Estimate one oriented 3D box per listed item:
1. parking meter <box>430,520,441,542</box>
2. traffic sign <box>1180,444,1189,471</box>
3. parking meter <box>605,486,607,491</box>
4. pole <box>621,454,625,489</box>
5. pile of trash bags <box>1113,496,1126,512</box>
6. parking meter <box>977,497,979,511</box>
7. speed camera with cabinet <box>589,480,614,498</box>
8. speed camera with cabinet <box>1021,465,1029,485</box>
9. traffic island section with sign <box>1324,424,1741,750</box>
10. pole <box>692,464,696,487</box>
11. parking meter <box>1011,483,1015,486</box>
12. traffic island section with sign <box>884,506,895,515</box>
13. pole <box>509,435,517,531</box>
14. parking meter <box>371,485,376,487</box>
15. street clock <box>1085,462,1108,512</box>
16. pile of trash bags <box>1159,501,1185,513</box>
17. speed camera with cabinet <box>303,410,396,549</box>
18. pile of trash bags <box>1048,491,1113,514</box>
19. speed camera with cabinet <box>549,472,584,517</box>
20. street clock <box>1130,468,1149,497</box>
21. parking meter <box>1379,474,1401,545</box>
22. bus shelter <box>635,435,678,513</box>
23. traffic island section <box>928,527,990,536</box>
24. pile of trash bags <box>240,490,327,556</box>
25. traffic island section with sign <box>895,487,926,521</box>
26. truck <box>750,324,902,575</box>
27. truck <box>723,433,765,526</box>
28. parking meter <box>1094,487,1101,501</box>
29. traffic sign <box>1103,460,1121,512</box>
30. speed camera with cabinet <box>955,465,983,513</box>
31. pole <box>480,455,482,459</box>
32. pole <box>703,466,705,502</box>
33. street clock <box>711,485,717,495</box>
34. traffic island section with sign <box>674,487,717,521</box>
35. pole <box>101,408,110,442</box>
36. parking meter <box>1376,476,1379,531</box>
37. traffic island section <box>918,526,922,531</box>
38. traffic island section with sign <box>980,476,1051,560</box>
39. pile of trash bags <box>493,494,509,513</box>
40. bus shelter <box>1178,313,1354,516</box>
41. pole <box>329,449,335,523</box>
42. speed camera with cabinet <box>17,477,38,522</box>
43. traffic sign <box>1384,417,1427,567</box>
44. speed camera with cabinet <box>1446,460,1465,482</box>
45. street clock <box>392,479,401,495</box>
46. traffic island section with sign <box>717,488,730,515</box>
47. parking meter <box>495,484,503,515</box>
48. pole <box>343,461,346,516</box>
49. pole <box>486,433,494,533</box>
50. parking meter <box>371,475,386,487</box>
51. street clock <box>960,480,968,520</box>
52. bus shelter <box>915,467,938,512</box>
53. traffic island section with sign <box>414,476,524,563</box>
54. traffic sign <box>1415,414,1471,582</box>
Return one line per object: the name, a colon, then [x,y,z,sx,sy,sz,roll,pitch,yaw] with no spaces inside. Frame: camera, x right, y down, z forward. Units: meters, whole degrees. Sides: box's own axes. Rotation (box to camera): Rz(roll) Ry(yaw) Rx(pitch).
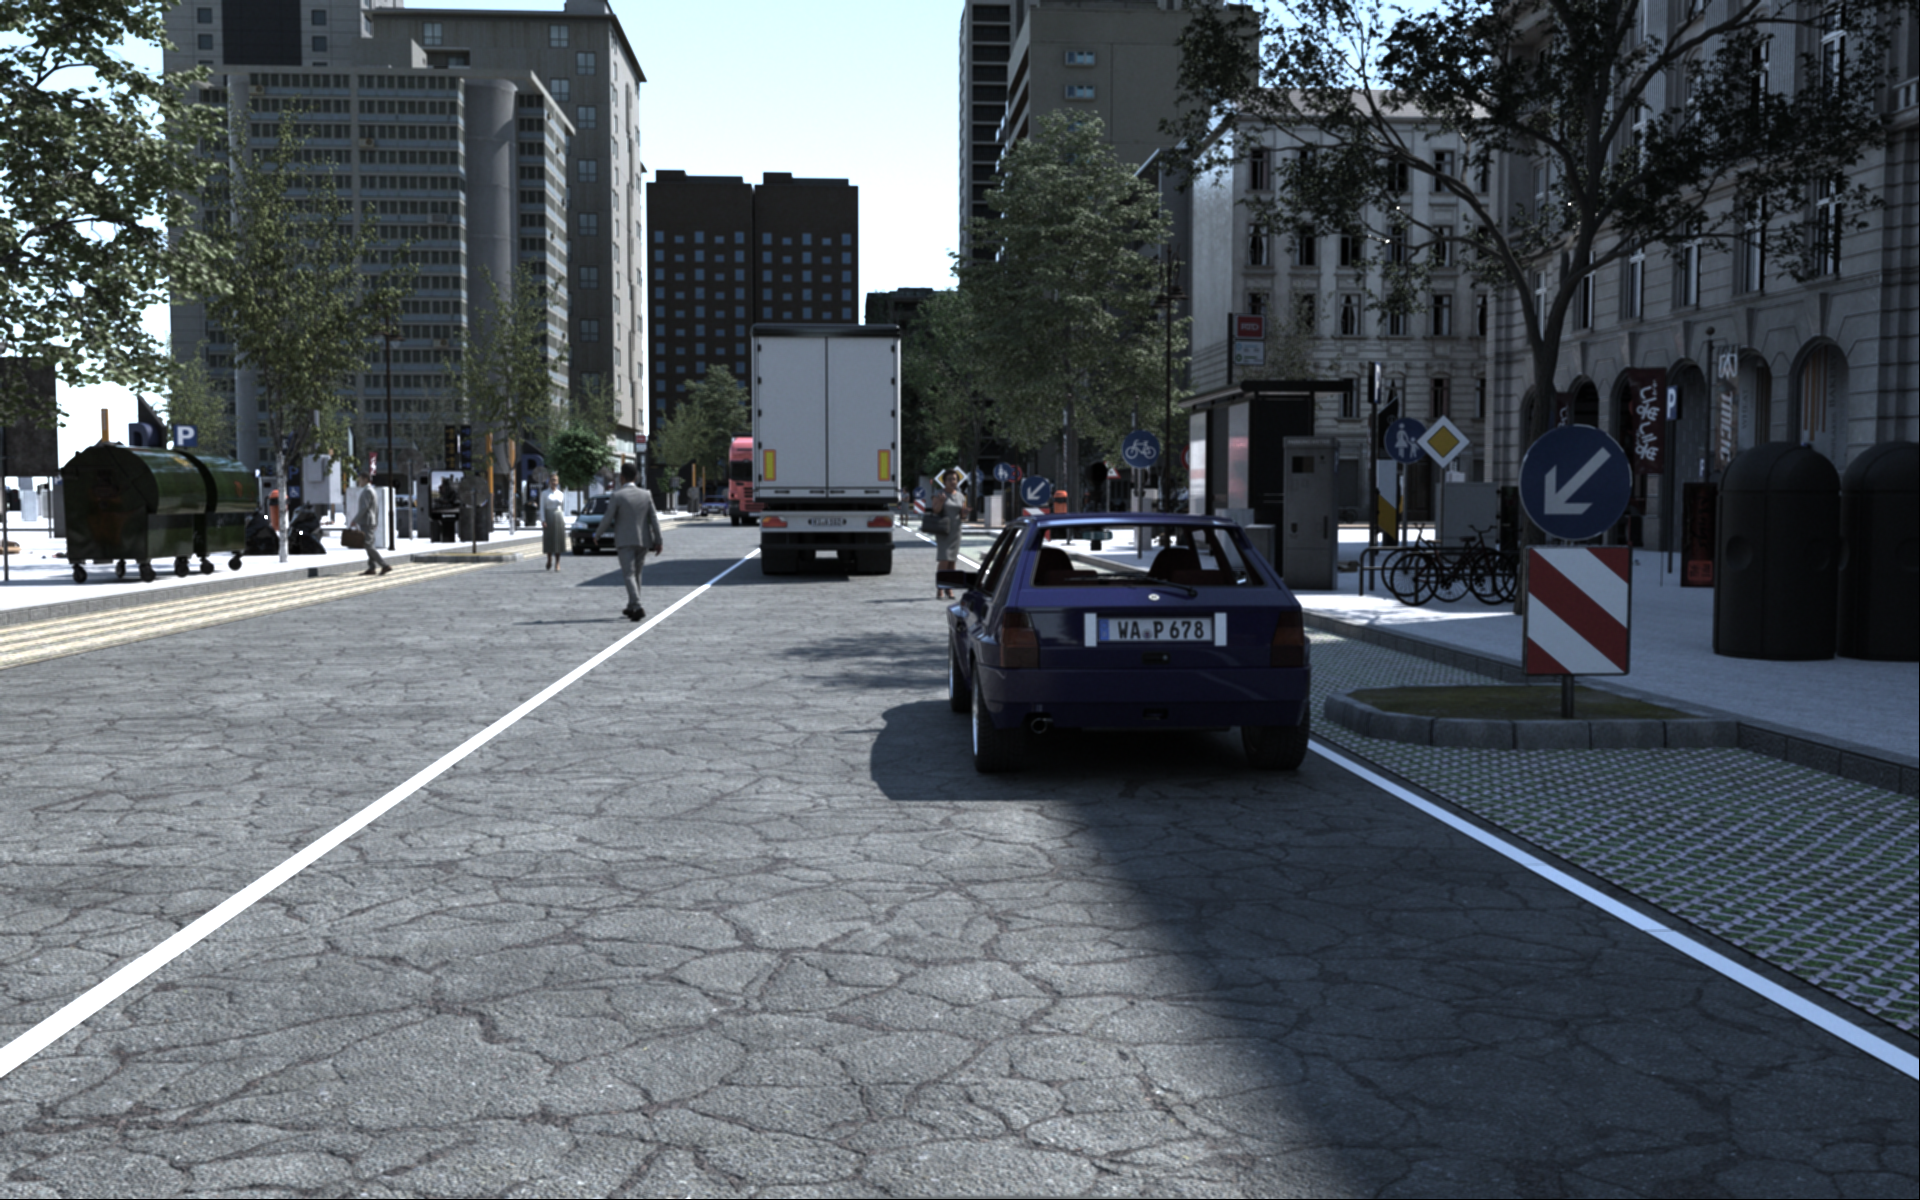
parking meter: [-13.996,-2.487,46.368,0.399,1.863,0.255,3,4,38]
traffic sign: [5.739,-2.572,42.163,0.768,2.556,0.104,0,4,1]
parking meter: [-22.100,-6.228,107.543,0.399,1.863,0.255,3,5,40]
pole: [-17.071,-5.747,87.813,0.158,3.312,0.155,0,3,0]
pile of trash bags: [8.146,-5.501,99.688,1.912,1.369,3.447,-2,4,-30]
parking meter: [1.290,-7.571,129.496,0.399,1.863,0.255,-1,4,-18]
speed camera with cabinet: [-19.459,-6.179,95.367,2.038,3.252,0.660,2,4,29]
speed camera with cabinet: [4.330,-7.557,117.892,0.660,3.252,2.038,-1,4,-11]
traffic island section with sign: [3.334,-0.120,10.597,1.989,1.847,2.006,0,4,-4]
pole: [-17.915,-7.512,116.669,0.158,3.312,0.155,0,3,0]
parking meter: [2.856,-5.280,92.045,0.255,1.863,0.399,0,4,0]
traffic island section with sign: [-4.156,-6.832,120.325,1.989,1.847,2.006,0,4,-4]
pole: [-15.319,-4.003,59.292,0.158,3.312,0.155,0,3,0]
parking meter: [-15.642,-2.288,45.823,0.372,1.533,0.369,0,3,0]
street clock: [3.085,-2.118,39.206,0.471,2.002,0.358,-2,4,-24]
pile of trash bags: [7.614,-2.684,53.640,3.447,1.369,1.912,-2,4,-35]
speed camera with cabinet: [-14.358,-2.837,40.726,2.038,3.252,0.660,1,4,9]
pile of trash bags: [3.090,-2.404,49.063,1.912,1.369,3.447,1,4,12]
speed camera with cabinet: [-22.325,-6.325,97.745,2.038,3.252,0.660,-2,4,-34]
street clock: [4.789,-2.547,46.214,0.471,2.002,0.358,1,4,14]
parking meter: [10.791,-2.299,43.306,0.399,1.863,0.255,0,4,-5]
bus shelter: [-21.107,-8.728,120.342,2.179,5.291,8.768,0,4,-4]
traffic island section: [-0.075,-2.334,60.443,2.009,0.180,2.903,0,4,-4]
pile of trash bags: [-14.826,-1.705,37.635,1.912,1.369,3.447,-1,4,-22]
traffic island section with sign: [-2.328,-5.187,93.432,1.989,1.847,2.006,0,4,-4]
truck: [-2.652,-2.770,34.196,2.839,4.237,11.283,0,4,-5]
truck: [-9.291,-5.653,81.337,2.839,4.237,11.283,0,4,-3]
parking meter: [9.037,-6.602,113.658,0.399,1.863,0.255,2,4,29]
traffic sign: [5.028,-3.601,58.875,0.884,2.594,0.081,0,4,-1]
speed camera with cabinet: [0.549,-7.619,118.906,2.038,3.252,0.660,2,4,32]
pole: [-25.124,-5.929,90.783,0.158,3.312,0.155,0,3,0]
pole: [-18.878,-8.182,127.617,0.158,3.312,0.155,0,3,0]
street clock: [-20.098,-8.374,141.476,0.358,2.002,0.471,2,4,29]
traffic island section with sign: [-14.142,-5.109,92.156,1.989,1.847,2.006,0,4,-4]
pole: [-20.277,-2.894,41.157,0.158,3.312,0.155,0,3,0]
parking meter: [13.850,-3.159,57.368,0.399,1.863,0.255,-2,4,-29]
traffic island section: [-0.618,-2.821,68.409,2.009,0.180,2.903,0,4,-4]
traffic island section with sign: [1.468,-1.785,37.815,1.989,1.847,2.006,0,4,-4]
pile of trash bags: [-32.397,-6.832,121.459,1.912,1.369,3.447,-3,4,-37]
bus shelter: [5.913,-3.578,36.137,2.179,5.291,8.768,0,4,-4]
pole: [-28.308,-5.150,78.042,0.158,3.312,0.155,0,3,0]
speed camera with cabinet: [-43.097,-5.242,80.042,0.660,3.252,2.038,-2,4,-34]
traffic sign: [7.425,-1.760,28.879,0.768,2.556,0.104,0,4,-4]
speed camera with cabinet: [20.571,-4.685,70.941,0.660,3.252,2.038,0,4,-8]
street clock: [-27.842,-4.953,85.551,0.471,2.002,0.358,-1,4,-12]
traffic island section with sign: [-15.965,-6.754,119.050,1.989,1.847,2.006,0,4,-4]
parking meter: [-26.891,-5.826,100.965,0.399,1.863,0.255,-3,5,-41]
pole: [-36.123,-6.597,101.710,0.158,3.312,0.155,0,3,0]
pole: [-15.618,-3.895,57.522,0.158,3.312,0.155,0,3,0]
parking meter: [-17.431,-2.832,52.018,0.399,1.863,0.255,-3,4,-38]
street clock: [0.170,-4.944,85.402,0.358,2.002,0.471,2,4,28]
bus shelter: [-2.068,-7.916,123.356,2.014,3.302,5.546,0,4,-4]
traffic island section with sign: [-10.358,-1.719,36.733,1.989,1.847,2.006,0,4,-4]
traffic sign: [6.988,-1.464,25.116,0.795,2.450,0.064,0,4,2]
